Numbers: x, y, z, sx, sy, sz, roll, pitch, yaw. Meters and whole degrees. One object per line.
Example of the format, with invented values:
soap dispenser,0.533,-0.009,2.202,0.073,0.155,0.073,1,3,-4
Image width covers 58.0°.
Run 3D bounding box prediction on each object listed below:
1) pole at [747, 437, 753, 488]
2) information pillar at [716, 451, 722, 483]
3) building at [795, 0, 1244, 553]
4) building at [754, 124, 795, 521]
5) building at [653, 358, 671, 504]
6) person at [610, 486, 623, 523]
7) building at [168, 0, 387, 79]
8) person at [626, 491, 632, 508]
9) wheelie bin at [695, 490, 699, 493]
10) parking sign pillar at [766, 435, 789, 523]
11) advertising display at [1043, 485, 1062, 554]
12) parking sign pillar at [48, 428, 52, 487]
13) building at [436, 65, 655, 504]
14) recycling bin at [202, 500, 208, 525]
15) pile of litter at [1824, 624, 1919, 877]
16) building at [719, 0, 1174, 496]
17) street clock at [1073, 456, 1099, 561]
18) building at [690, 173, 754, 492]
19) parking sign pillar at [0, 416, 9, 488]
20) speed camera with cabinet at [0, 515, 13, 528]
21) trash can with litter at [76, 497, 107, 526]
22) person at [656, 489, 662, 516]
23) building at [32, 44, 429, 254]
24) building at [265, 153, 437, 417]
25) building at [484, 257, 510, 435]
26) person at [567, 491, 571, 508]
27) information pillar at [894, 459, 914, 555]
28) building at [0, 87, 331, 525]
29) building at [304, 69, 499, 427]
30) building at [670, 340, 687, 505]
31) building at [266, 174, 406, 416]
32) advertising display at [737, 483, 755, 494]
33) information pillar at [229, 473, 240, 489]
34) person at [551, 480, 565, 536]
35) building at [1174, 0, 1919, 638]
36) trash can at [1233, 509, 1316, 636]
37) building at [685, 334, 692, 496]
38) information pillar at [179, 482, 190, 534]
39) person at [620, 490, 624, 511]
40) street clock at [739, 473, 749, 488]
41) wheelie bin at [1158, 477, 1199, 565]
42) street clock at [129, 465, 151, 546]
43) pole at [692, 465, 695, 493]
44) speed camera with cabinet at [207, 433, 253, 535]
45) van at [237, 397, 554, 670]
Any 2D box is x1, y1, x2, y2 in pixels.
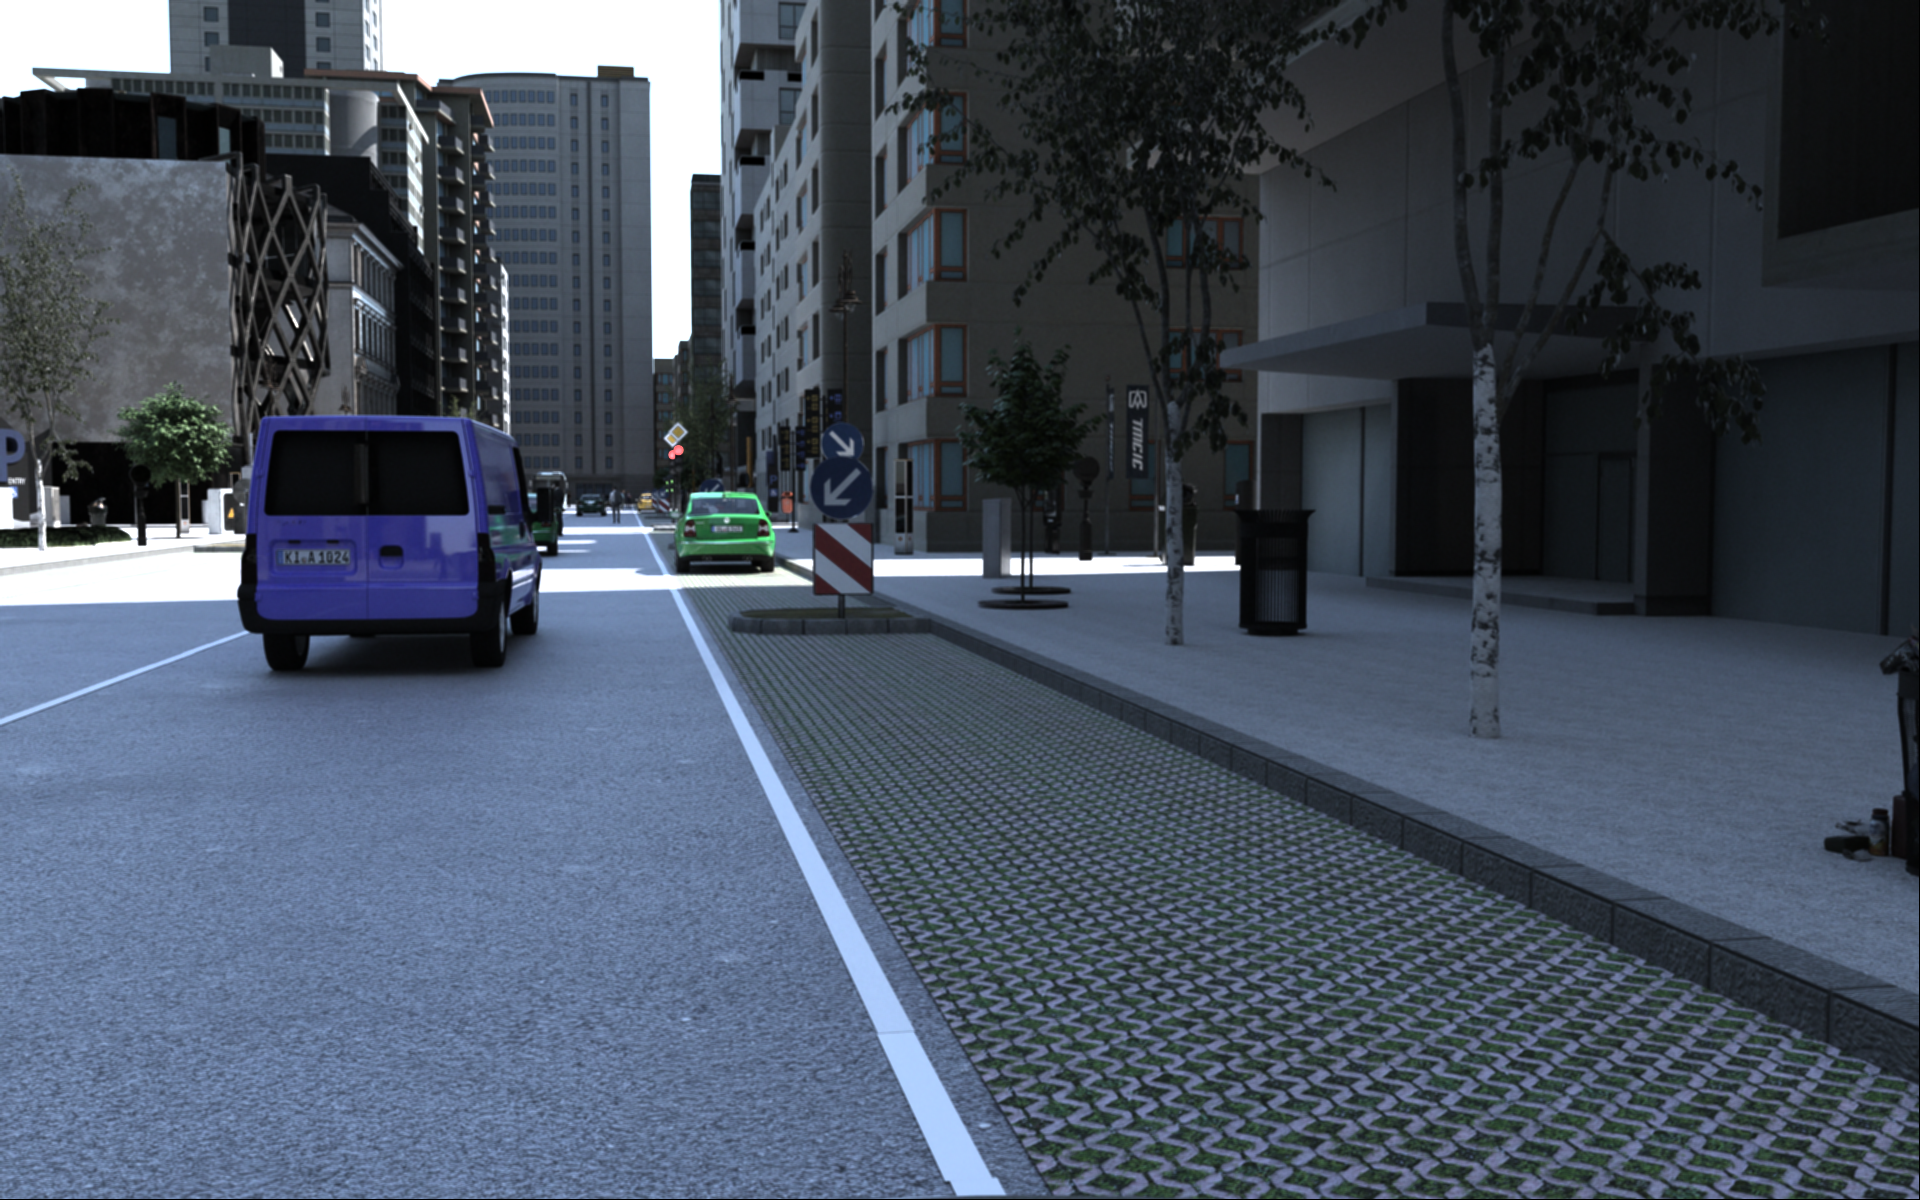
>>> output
pole,-7.493,-4.153,61.746,0.158,3.312,0.155,0,3,0
information pillar,-12.921,-6.217,93.007,0.183,3.616,0.504,-3,4,-38
building,10.111,-12.783,54.036,27.650,21.520,28.899,-1,4,-11
building,4.264,-15.283,94.914,28.899,21.520,27.650,-1,4,-11
building,-29.305,-24.720,249.208,28.899,21.520,27.650,-1,4,-11
person,-16.948,-4.701,85.468,0.679,1.850,0.850,-1,4,-20
building,-78.510,-46.746,202.549,20.611,71.187,20.563,-1,4,-11
person,-32.856,-9.983,172.166,0.568,1.767,0.683,2,4,27
wheelie bin,-18.898,-7.166,125.065,0.693,1.594,0.980,0,4,8
parking sign pillar,-8.426,-5.468,77.867,1.447,3.967,1.447,-1,4,-10
advertising display,1.987,-1.959,37.236,0.123,1.923,0.974,-1,4,-14
parking sign pillar,-37.692,-5.014,70.445,1.447,3.967,1.447,-3,5,-40
building,-56.956,-42.678,239.780,28.212,58.520,21.231,-1,4,-11
recycling bin,-31.241,-3.659,72.385,0.722,1.027,0.722,-2,4,-32
pile of litter,3.620,0.497,5.847,1.176,0.858,1.719,1,4,16
building,-2.936,-32.702,123.916,28.713,52.752,27.495,-1,4,-11
street clock,2.420,-1.758,33.307,0.471,2.002,0.358,-2,4,-26
building,-17.791,-23.730,159.686,14.160,30.474,14.107,-1,4,-11
parking sign pillar,-28.514,-3.874,51.804,1.447,3.967,1.447,1,4,12
speed camera with cabinet,-25.954,-3.133,45.566,2.038,3.252,0.660,1,4,18
trash can with litter,-29.942,-2.950,59.617,1.055,1.170,0.624,0,4,-7
person,-18.595,-6.018,107.468,0.480,1.755,0.524,0,4,3
building,-61.323,-28.309,154.725,32.217,40.220,23.993,-1,4,-11
building,-43.953,-17.837,121.319,12.332,23.373,15.834,-1,4,-11
building,-62.108,-26.832,210.402,14.107,30.474,14.160,-1,4,-11
person,-41.134,-10.549,181.801,0.721,1.723,1.217,-2,4,-35
information pillar,-1.188,-1.968,36.676,0.304,2.012,0.304,2,4,29
building,-38.457,-13.024,80.393,16.820,18.784,16.811,-1,4,-11
building,-60.570,-32.243,181.797,22.147,44.769,28.867,-1,4,-11
building,-20.572,-22.397,211.226,27.650,21.520,28.899,-1,4,-11
building,-39.982,-14.663,104.364,10.561,19.102,19.286,-1,4,-11
advertising display,-12.105,-5.672,97.945,0.974,1.923,0.123,0,4,1
information pillar,-24.908,-3.367,59.536,0.304,2.012,0.304,-2,4,-32
person,-13.764,-3.130,59.044,0.474,1.900,0.648,0,4,-2
building,18.208,-26.215,17.847,28.713,52.752,27.495,-1,4,-11
trash can,2.865,-0.255,15.831,0.748,1.137,0.748,0,3,0
building,-14.083,-20.642,182.531,27.650,21.520,28.899,-1,4,-11
information pillar,-25.204,-3.161,56.172,0.304,2.012,0.304,-3,5,-43
person,-28.090,-8.265,143.974,0.444,1.785,0.601,1,4,17
street clock,-7.475,-3.396,60.089,0.358,2.002,0.471,1,4,10
wheelie bin,3.964,-1.434,31.358,0.693,1.594,0.980,0,4,-3
street clock,-20.152,-2.327,42.618,0.471,2.002,0.358,-2,4,-34
pole,-18.347,-7.680,119.404,0.158,3.312,0.155,0,3,0
speed camera with cabinet,-23.044,-3.732,55.352,0.660,3.252,2.038,2,4,25
van,-4.978,-0.701,15.849,2.240,2.365,5.245,-1,4,-9
